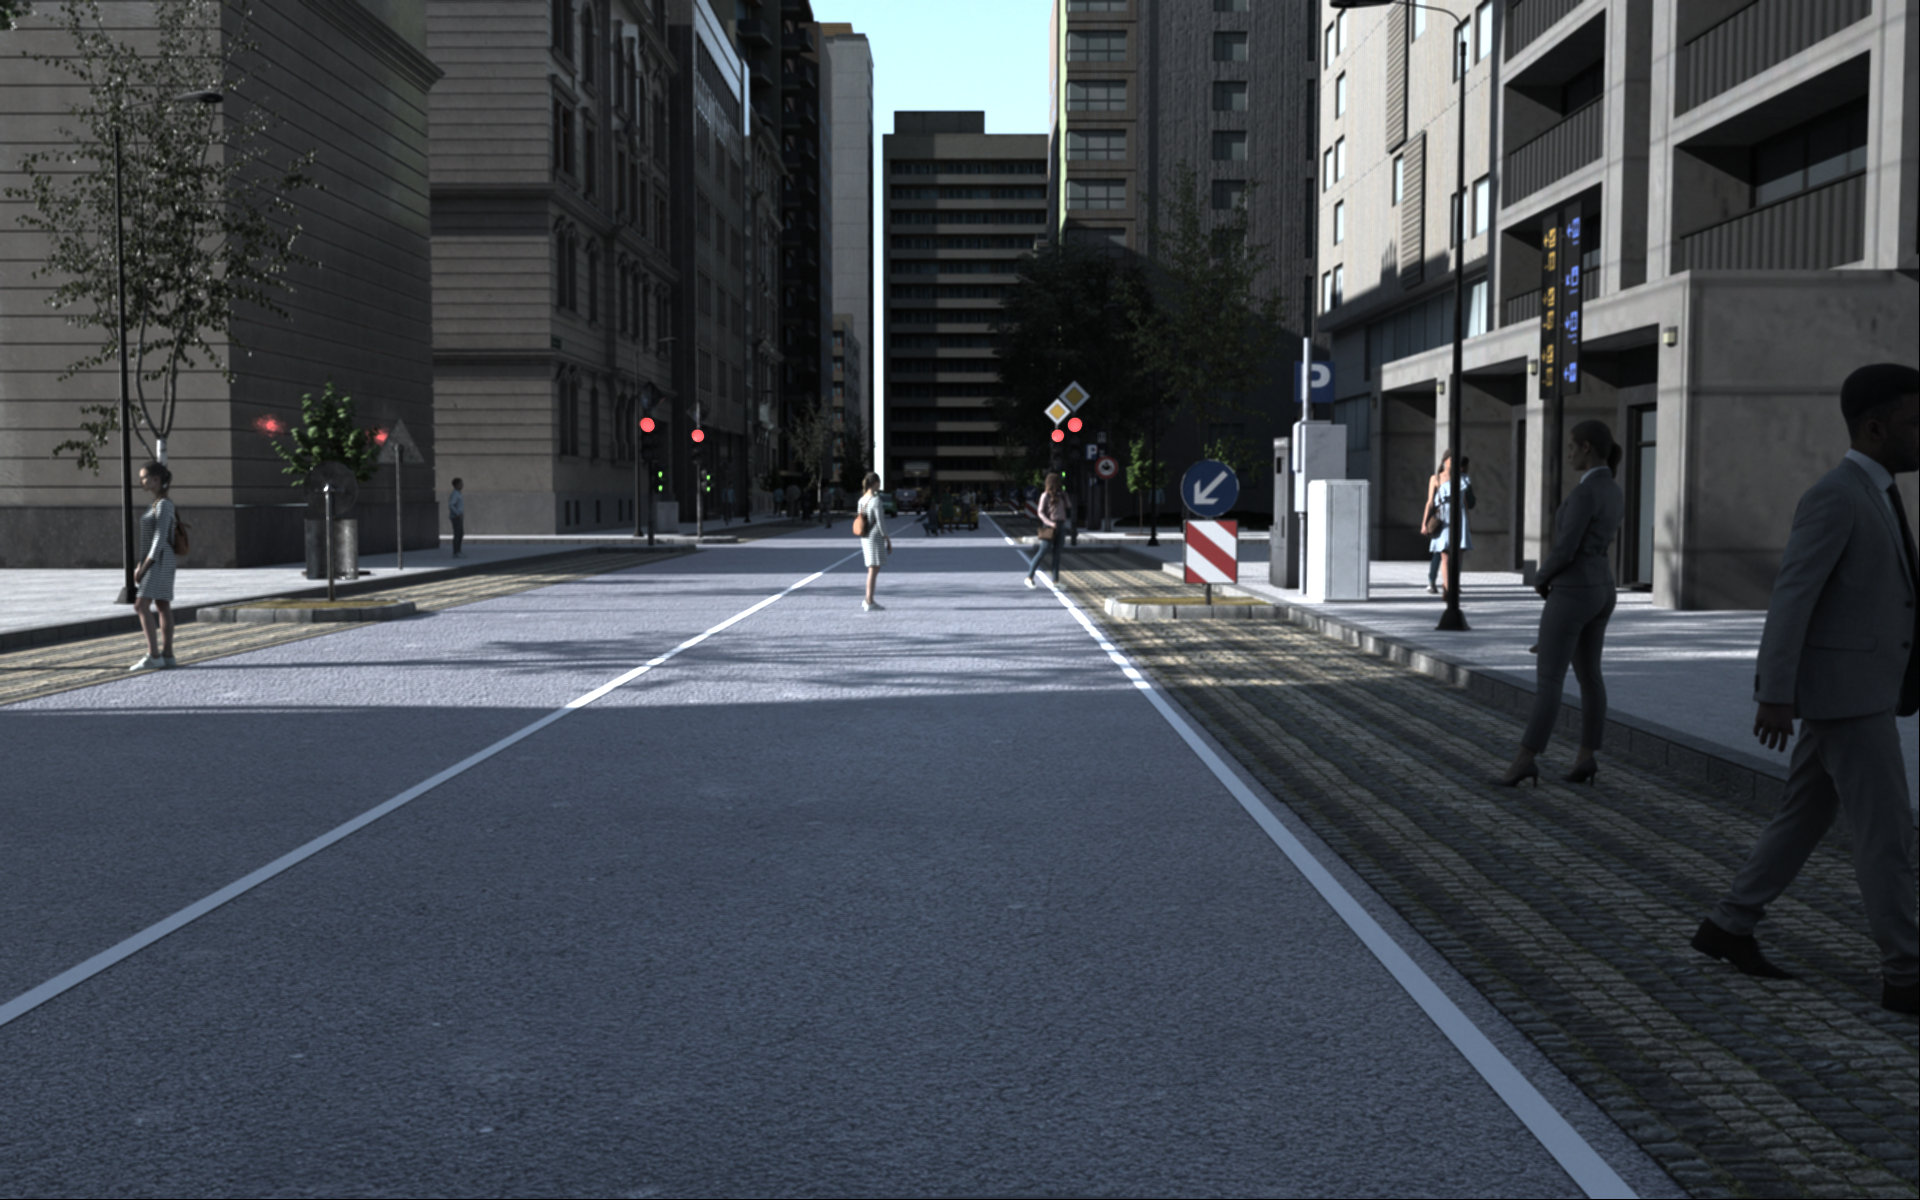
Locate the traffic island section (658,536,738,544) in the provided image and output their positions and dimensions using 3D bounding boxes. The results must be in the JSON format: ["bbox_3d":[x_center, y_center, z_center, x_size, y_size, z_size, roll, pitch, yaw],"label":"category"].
[{"bbox_3d":[-7.667,-1.757,51.015,2.009,0.180,2.903,0,4,0],"label":"traffic island section"}]

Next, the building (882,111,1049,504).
[{"bbox_3d":[1.091,-36.613,222.326,21.600,48.544,21.300,0,4,0],"label":"building"}]

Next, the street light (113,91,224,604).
[{"bbox_3d":[-9.194,-2.911,20.139,1.470,5.913,1.316,0,4,0],"label":"street light"}]

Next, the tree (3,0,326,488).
[{"bbox_3d":[-10.815,-4.469,23.430,4.360,8.622,3.978,0,3,0],"label":"tree"}]

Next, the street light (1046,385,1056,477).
[{"bbox_3d":[4.370,-6.201,73.924,1.470,5.913,1.316,0,4,0],"label":"street light"}]

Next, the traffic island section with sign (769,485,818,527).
[{"bbox_3d":[-7.244,-4.097,75.617,1.989,1.847,2.006,0,4,0],"label":"traffic island section with sign"}]

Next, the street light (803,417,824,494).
[{"bbox_3d":[-8.840,-8.044,104.062,1.470,5.913,1.316,0,4,0],"label":"street light"}]

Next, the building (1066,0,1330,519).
[{"bbox_3d":[12.548,-25.250,96.437,14.154,41.232,14.086,0,4,0],"label":"building"}]

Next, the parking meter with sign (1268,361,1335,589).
[{"bbox_3d":[4.588,-1.674,23.634,0.543,3.016,1.738,0,4,-4],"label":"parking meter with sign"}]

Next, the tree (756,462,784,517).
[{"bbox_3d":[-10.242,-6.212,96.163,1.663,3.219,1.824,0,3,0],"label":"tree"}]

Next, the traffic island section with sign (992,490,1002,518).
[{"bbox_3d":[3.087,-5.803,103.513,1.989,1.847,2.006,0,4,0],"label":"traffic island section with sign"}]

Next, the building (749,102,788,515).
[{"bbox_3d":[-18.796,-19.655,108.754,14.401,28.519,23.554,0,4,0],"label":"building"}]

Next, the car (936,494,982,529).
[{"bbox_3d":[-0.070,-3.824,72.749,2.015,1.641,3.980,0,4,1],"label":"car"}]

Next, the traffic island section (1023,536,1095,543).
[{"bbox_3d":[2.874,-1.755,50.971,2.009,0.180,2.903,0,4,0],"label":"traffic island section"}]

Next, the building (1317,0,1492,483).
[{"bbox_3d":[29.206,-29.072,64.570,27.495,52.752,28.713,0,4,0],"label":"building"}]

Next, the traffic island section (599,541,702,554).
[{"bbox_3d":[-7.697,-1.269,43.030,2.009,0.180,2.903,0,4,0],"label":"traffic island section"}]

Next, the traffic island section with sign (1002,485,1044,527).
[{"bbox_3d":[2.973,-4.094,75.569,1.989,1.847,2.006,0,4,0],"label":"traffic island section with sign"}]

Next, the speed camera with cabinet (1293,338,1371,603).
[{"bbox_3d":[4.574,-1.651,21.331,0.660,3.252,2.038,0,4,1],"label":"speed camera with cabinet"}]

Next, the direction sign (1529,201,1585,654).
[{"bbox_3d":[4.800,-1.339,13.892,0.379,3.537,0.876,0,3,0],"label":"direction sign"}]

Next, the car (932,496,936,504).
[{"bbox_3d":[-3.589,-11.041,189.320,1.959,1.807,4.718,0,4,1],"label":"car"}]

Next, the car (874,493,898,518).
[{"bbox_3d":[-4.799,-5.967,106.356,1.959,1.807,4.718,0,4,1],"label":"car"}]

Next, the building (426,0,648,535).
[{"bbox_3d":[-18.750,-16.927,64.145,14.401,28.519,23.554,0,4,0],"label":"building"}]

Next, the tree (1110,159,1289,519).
[{"bbox_3d":[5.427,-5.359,37.983,4.737,8.622,4.395,0,3,0],"label":"tree"}]

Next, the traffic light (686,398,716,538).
[{"bbox_3d":[-7.627,-3.790,50.880,0.839,4.253,0.868,0,4,0],"label":"traffic light"}]

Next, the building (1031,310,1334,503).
[{"bbox_3d":[21.229,-19.981,171.732,27.650,21.520,28.899,0,4,0],"label":"building"}]

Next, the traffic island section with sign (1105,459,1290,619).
[{"bbox_3d":[2.762,-0.734,20.624,1.989,1.847,2.006,0,4,0],"label":"traffic island section with sign"}]

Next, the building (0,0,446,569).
[{"bbox_3d":[-24.457,-14.515,34.578,25.104,27.353,12.463,0,4,0],"label":"building"}]

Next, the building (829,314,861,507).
[{"bbox_3d":[-25.981,-20.900,186.757,28.899,21.520,27.650,0,4,0],"label":"building"}]

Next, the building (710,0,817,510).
[{"bbox_3d":[-23.449,-29.739,140.863,22.147,44.769,28.867,0,4,0],"label":"building"}]

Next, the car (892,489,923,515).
[{"bbox_3d":[-3.749,-6.865,120.909,2.281,1.827,5.304,0,4,-1],"label":"car"}]

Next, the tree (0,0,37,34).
[{"bbox_3d":[-10.815,-5.354,13.294,9.928,11.665,9.643,0,3,0],"label":"tree"}]

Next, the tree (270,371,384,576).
[{"bbox_3d":[-9.996,-1.999,27.284,1.663,3.219,1.824,0,3,0],"label":"tree"}]

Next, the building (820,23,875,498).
[{"bbox_3d":[-25.137,-41.504,220.592,28.212,58.520,21.231,0,4,0],"label":"building"}]

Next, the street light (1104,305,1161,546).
[{"bbox_3d":[4.236,-4.286,42.623,1.470,5.913,1.316,0,4,0],"label":"street light"}]

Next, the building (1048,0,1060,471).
[{"bbox_3d":[14.854,-30.545,149.520,14.600,45.320,14.200,0,4,0],"label":"building"}]

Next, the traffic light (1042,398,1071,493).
[{"bbox_3d":[2.834,-3.788,50.857,0.839,4.253,0.868,0,4,0],"label":"traffic light"}]

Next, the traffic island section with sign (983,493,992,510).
[{"bbox_3d":[3.262,-8.813,152.724,1.989,1.847,2.006,0,4,0],"label":"traffic island section with sign"}]

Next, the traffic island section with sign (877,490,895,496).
[{"bbox_3d":[-6.958,-8.816,152.772,1.989,1.847,2.006,0,4,0],"label":"traffic island section with sign"}]

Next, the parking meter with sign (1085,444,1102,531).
[{"bbox_3d":[4.764,-3.979,61.311,0.543,3.016,1.738,1,4,9],"label":"parking meter with sign"}]

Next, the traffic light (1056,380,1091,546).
[{"bbox_3d":[2.804,-3.300,42.872,0.839,4.253,0.868,0,4,0],"label":"traffic light"}]

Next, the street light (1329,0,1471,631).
[{"bbox_3d":[4.123,-2.671,16.218,1.470,5.913,1.316,0,4,0],"label":"street light"}]

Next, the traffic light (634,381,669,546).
[{"bbox_3d":[-7.657,-3.301,42.895,0.839,4.253,0.868,0,4,0],"label":"traffic light"}]

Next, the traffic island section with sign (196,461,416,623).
[{"bbox_3d":[-7.453,-0.699,20.061,1.989,1.847,2.006,0,4,0],"label":"traffic island section with sign"}]

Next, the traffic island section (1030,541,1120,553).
[{"bbox_3d":[2.844,-1.266,42.986,2.009,0.180,2.903,0,4,0],"label":"traffic island section"}]

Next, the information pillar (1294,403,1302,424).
[{"bbox_3d":[8.515,-3.201,43.687,0.183,3.616,0.504,2,4,26],"label":"information pillar"}]

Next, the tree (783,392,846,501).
[{"bbox_3d":[-10.338,-10.646,124.431,4.360,8.622,3.978,0,3,0],"label":"tree"}]

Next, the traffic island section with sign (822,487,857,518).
[{"bbox_3d":[-7.145,-5.760,102.797,1.989,1.847,2.006,0,4,0],"label":"traffic island section with sign"}]

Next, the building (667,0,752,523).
[{"bbox_3d":[-17.691,-16.420,86.487,12.078,24.808,19.932,0,4,0],"label":"building"}]

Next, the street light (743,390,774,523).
[{"bbox_3d":[-8.985,-6.414,77.412,1.470,5.913,1.316,0,4,0],"label":"street light"}]

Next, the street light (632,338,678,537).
[{"bbox_3d":[-9.077,-4.838,51.650,1.470,5.913,1.316,0,4,0],"label":"street light"}]

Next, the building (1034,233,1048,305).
[{"bbox_3d":[15.184,-25.766,192.973,14.160,30.474,14.107,0,4,0],"label":"building"}]

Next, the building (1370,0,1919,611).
[{"bbox_3d":[18.158,-35.665,21.382,20.563,71.187,20.611,0,4,0],"label":"building"}]

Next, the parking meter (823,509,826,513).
[{"bbox_3d":[-9.278,-6.816,119.854,0.372,1.533,0.369,0,3,0],"label":"parking meter"}]

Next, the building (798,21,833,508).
[{"bbox_3d":[-19.421,-31.339,162.499,14.600,45.320,14.200,0,4,0],"label":"building"}]
